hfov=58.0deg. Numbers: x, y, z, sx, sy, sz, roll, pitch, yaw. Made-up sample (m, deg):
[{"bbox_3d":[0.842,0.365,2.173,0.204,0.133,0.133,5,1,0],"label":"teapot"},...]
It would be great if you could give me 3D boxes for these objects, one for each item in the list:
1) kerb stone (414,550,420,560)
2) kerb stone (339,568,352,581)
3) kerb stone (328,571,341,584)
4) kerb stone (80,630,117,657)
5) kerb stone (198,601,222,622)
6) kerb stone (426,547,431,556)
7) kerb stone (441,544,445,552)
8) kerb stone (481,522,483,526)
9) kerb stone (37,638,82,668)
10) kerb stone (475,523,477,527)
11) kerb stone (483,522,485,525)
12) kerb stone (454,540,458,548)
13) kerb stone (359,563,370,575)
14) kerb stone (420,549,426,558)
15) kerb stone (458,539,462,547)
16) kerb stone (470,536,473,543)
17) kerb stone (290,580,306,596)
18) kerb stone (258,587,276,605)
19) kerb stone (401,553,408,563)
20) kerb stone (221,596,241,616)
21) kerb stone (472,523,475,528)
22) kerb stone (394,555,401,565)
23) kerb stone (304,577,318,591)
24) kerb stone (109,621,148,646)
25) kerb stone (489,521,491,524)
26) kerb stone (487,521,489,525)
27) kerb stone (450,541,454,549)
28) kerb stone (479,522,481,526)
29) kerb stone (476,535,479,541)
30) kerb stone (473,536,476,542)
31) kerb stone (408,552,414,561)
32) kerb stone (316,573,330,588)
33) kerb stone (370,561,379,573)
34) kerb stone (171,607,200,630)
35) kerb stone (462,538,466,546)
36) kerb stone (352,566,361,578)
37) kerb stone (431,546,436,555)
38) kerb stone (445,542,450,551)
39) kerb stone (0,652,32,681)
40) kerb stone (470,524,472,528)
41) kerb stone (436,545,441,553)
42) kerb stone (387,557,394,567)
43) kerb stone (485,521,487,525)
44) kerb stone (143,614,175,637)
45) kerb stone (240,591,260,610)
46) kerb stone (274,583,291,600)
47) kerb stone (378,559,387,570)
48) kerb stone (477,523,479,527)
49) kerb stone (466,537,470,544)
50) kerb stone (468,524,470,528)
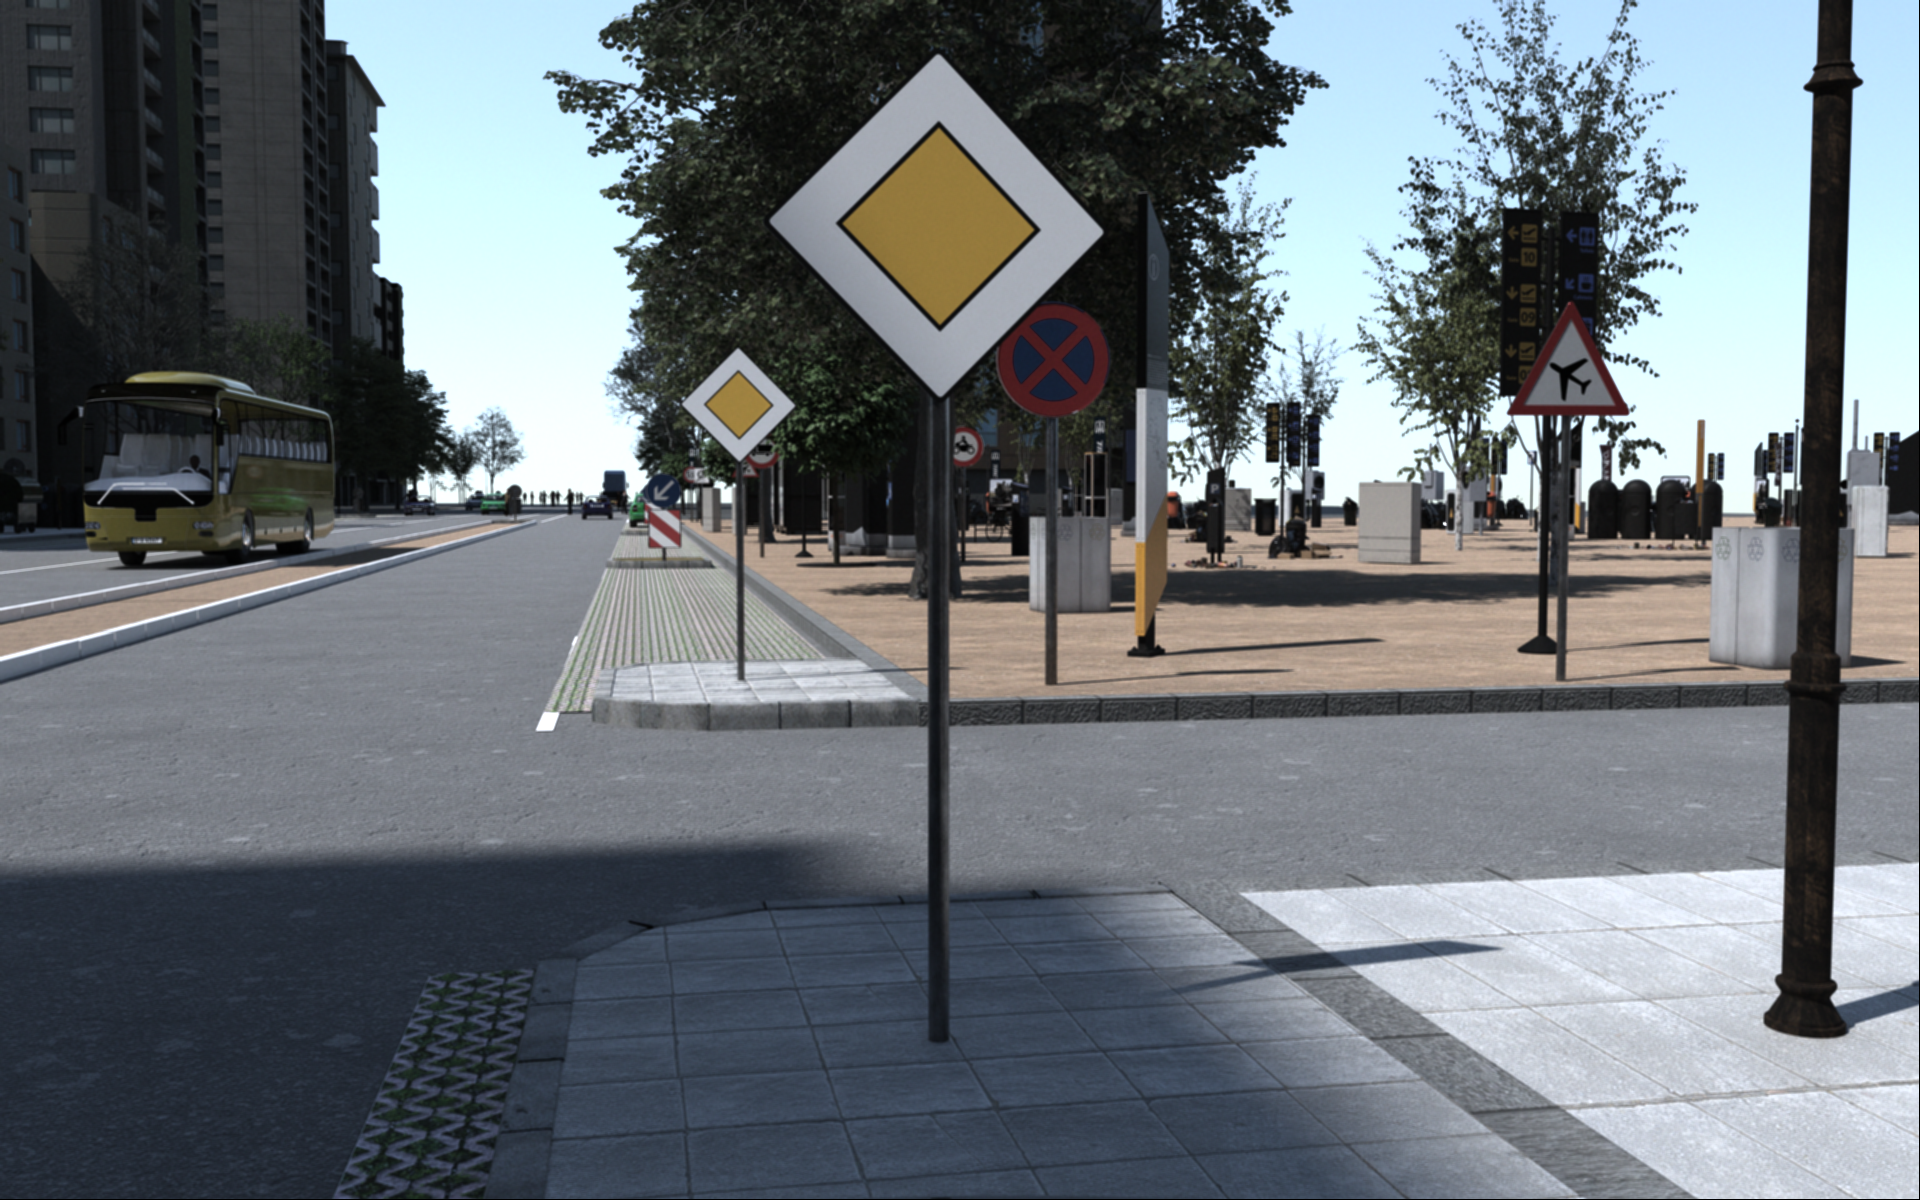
[{"bbox_3d":[-11.997,-0.959,37.879,0.120,0.150,1.000,-1,4,-10],"label":"kerb stone"},{"bbox_3d":[-10.306,-0.404,28.811,0.120,0.150,1.000,-1,4,-10],"label":"kerb stone"},{"bbox_3d":[-10.127,-0.343,27.805,0.120,0.150,1.000,-1,4,-10],"label":"kerb stone"},{"bbox_3d":[-7.880,0.405,15.706,0.120,0.150,1.000,-1,4,-10],"label":"kerb stone"},{"bbox_3d":[-8.618,0.151,19.734,0.120,0.150,1.000,-1,4,-10],"label":"kerb stone"},{"bbox_3d":[-12.362,-1.082,39.891,0.120,0.150,1.000,-1,4,-10],"label":"kerb stone"},{"bbox_3d":[-12.937,-1.268,42.922,0.120,0.150,1.000,-1,4,-10],"label":"kerb stone"},{"bbox_3d":[-21.350,-3.338,76.772,0.120,0.150,1.000,-1,4,-10],"label":"kerb stone"},{"bbox_3d":[-7.696,0.458,14.700,0.120,0.150,1.000,-1,4,-10],"label":"kerb stone"},{"bbox_3d":[-20.781,-3.153,73.745,0.120,0.150,1.000,-1,4,-10],"label":"kerb stone"},{"bbox_3d":[-21.535,-3.400,77.787,0.120,0.150,1.000,-1,4,-10],"label":"kerb stone"},{"bbox_3d":[-13.493,-1.453,45.946,0.120,0.150,1.000,-1,4,-10],"label":"kerb stone"},{"bbox_3d":[-10.681,-0.528,30.827,0.120,0.150,1.000,-1,4,-10],"label":"kerb stone"},{"bbox_3d":[-12.179,-1.021,38.885,0.120,0.150,1.000,-1,4,-10],"label":"kerb stone"},{"bbox_3d":[-13.681,-1.514,46.950,0.120,0.150,1.000,-1,4,-10],"label":"kerb stone"},{"bbox_3d":[-14.237,-1.699,49.971,0.120,0.150,1.000,-1,4,-10],"label":"kerb stone"},{"bbox_3d":[-9.554,-0.157,24.771,0.120,0.150,1.000,-1,4,-10],"label":"kerb stone"},{"bbox_3d":[-9.185,-0.034,22.753,0.120,0.150,1.000,-1,4,-10],"label":"kerb stone"},{"bbox_3d":[-11.621,-0.836,35.867,0.120,0.150,1.000,-1,4,-10],"label":"kerb stone"},{"bbox_3d":[-8.812,0.089,20.737,0.120,0.150,1.000,-1,4,-10],"label":"kerb stone"},{"bbox_3d":[-20.590,-3.089,72.735,0.120,0.150,1.000,-1,4,-10],"label":"kerb stone"},{"bbox_3d":[-11.430,-0.769,34.854,0.120,0.150,1.000,-1,4,-10],"label":"kerb stone"},{"bbox_3d":[-9.745,-0.219,25.775,0.120,0.150,1.000,-1,4,-10],"label":"kerb stone"},{"bbox_3d":[-8.064,0.337,16.711,0.120,0.150,1.000,-1,4,-10],"label":"kerb stone"},{"bbox_3d":[-22.099,-3.585,80.810,0.120,0.150,1.000,-1,4,-10],"label":"kerb stone"},{"bbox_3d":[-21.909,-3.520,79.799,0.120,0.150,1.000,-1,4,-10],"label":"kerb stone"},{"bbox_3d":[-13.306,-1.391,44.940,0.120,0.150,1.000,-1,4,-10],"label":"kerb stone"},{"bbox_3d":[-21.165,-3.274,75.767,0.120,0.150,1.000,-1,4,-10],"label":"kerb stone"},{"bbox_3d":[-14.609,-1.822,51.989,0.120,0.150,1.000,-1,4,-10],"label":"kerb stone"},{"bbox_3d":[-14.428,-1.760,50.983,0.120,0.150,1.000,-1,4,-10],"label":"kerb stone"},{"bbox_3d":[-11.804,-0.898,36.875,0.120,0.150,1.000,-1,4,-10],"label":"kerb stone"},{"bbox_3d":[-9.937,-0.279,26.792,0.120,0.150,1.000,-1,4,-10],"label":"kerb stone"},{"bbox_3d":[-10.866,-0.586,31.834,0.120,0.150,1.000,-1,4,-10],"label":"kerb stone"},{"bbox_3d":[-8.434,0.213,18.721,0.120,0.150,1.000,-1,4,-10],"label":"kerb stone"},{"bbox_3d":[-13.864,-1.572,47.956,0.120,0.150,1.000,-1,4,-10],"label":"kerb stone"},{"bbox_3d":[-10.500,-0.462,29.819,0.120,0.150,1.000,-1,4,-10],"label":"kerb stone"},{"bbox_3d":[-12.552,-1.141,40.900,0.120,0.150,1.000,-1,4,-10],"label":"kerb stone"},{"bbox_3d":[-13.115,-1.329,43.931,0.120,0.150,1.000,-1,4,-10],"label":"kerb stone"},{"bbox_3d":[-7.499,0.520,13.687,0.120,0.150,1.000,-1,4,-10],"label":"kerb stone"},{"bbox_3d":[-20.412,-3.029,71.725,0.120,0.150,1.000,-1,4,-10],"label":"kerb stone"},{"bbox_3d":[-12.740,-1.201,41.916,0.120,0.150,1.000,-1,4,-10],"label":"kerb stone"},{"bbox_3d":[-11.242,-0.712,33.843,0.120,0.150,1.000,-1,4,-10],"label":"kerb stone"},{"bbox_3d":[-21.722,-3.462,78.791,0.120,0.150,1.000,-1,4,-10],"label":"kerb stone"},{"bbox_3d":[-8.248,0.274,17.716,0.120,0.150,1.000,-1,4,-10],"label":"kerb stone"},{"bbox_3d":[-8.996,0.027,21.749,0.120,0.150,1.000,-1,4,-10],"label":"kerb stone"},{"bbox_3d":[-9.371,-0.096,23.760,0.120,0.150,1.000,-1,4,-10],"label":"kerb stone"},{"bbox_3d":[-11.056,-0.651,32.838,0.120,0.150,1.000,-1,4,-10],"label":"kerb stone"},{"bbox_3d":[-20.969,-3.211,74.750,0.120,0.150,1.000,-1,4,-10],"label":"kerb stone"},{"bbox_3d":[-14.048,-1.635,48.961,0.120,0.150,1.000,-1,4,-10],"label":"kerb stone"},{"bbox_3d":[-20.230,-2.968,70.717,0.120,0.150,1.000,-1,4,-10],"label":"kerb stone"}]
